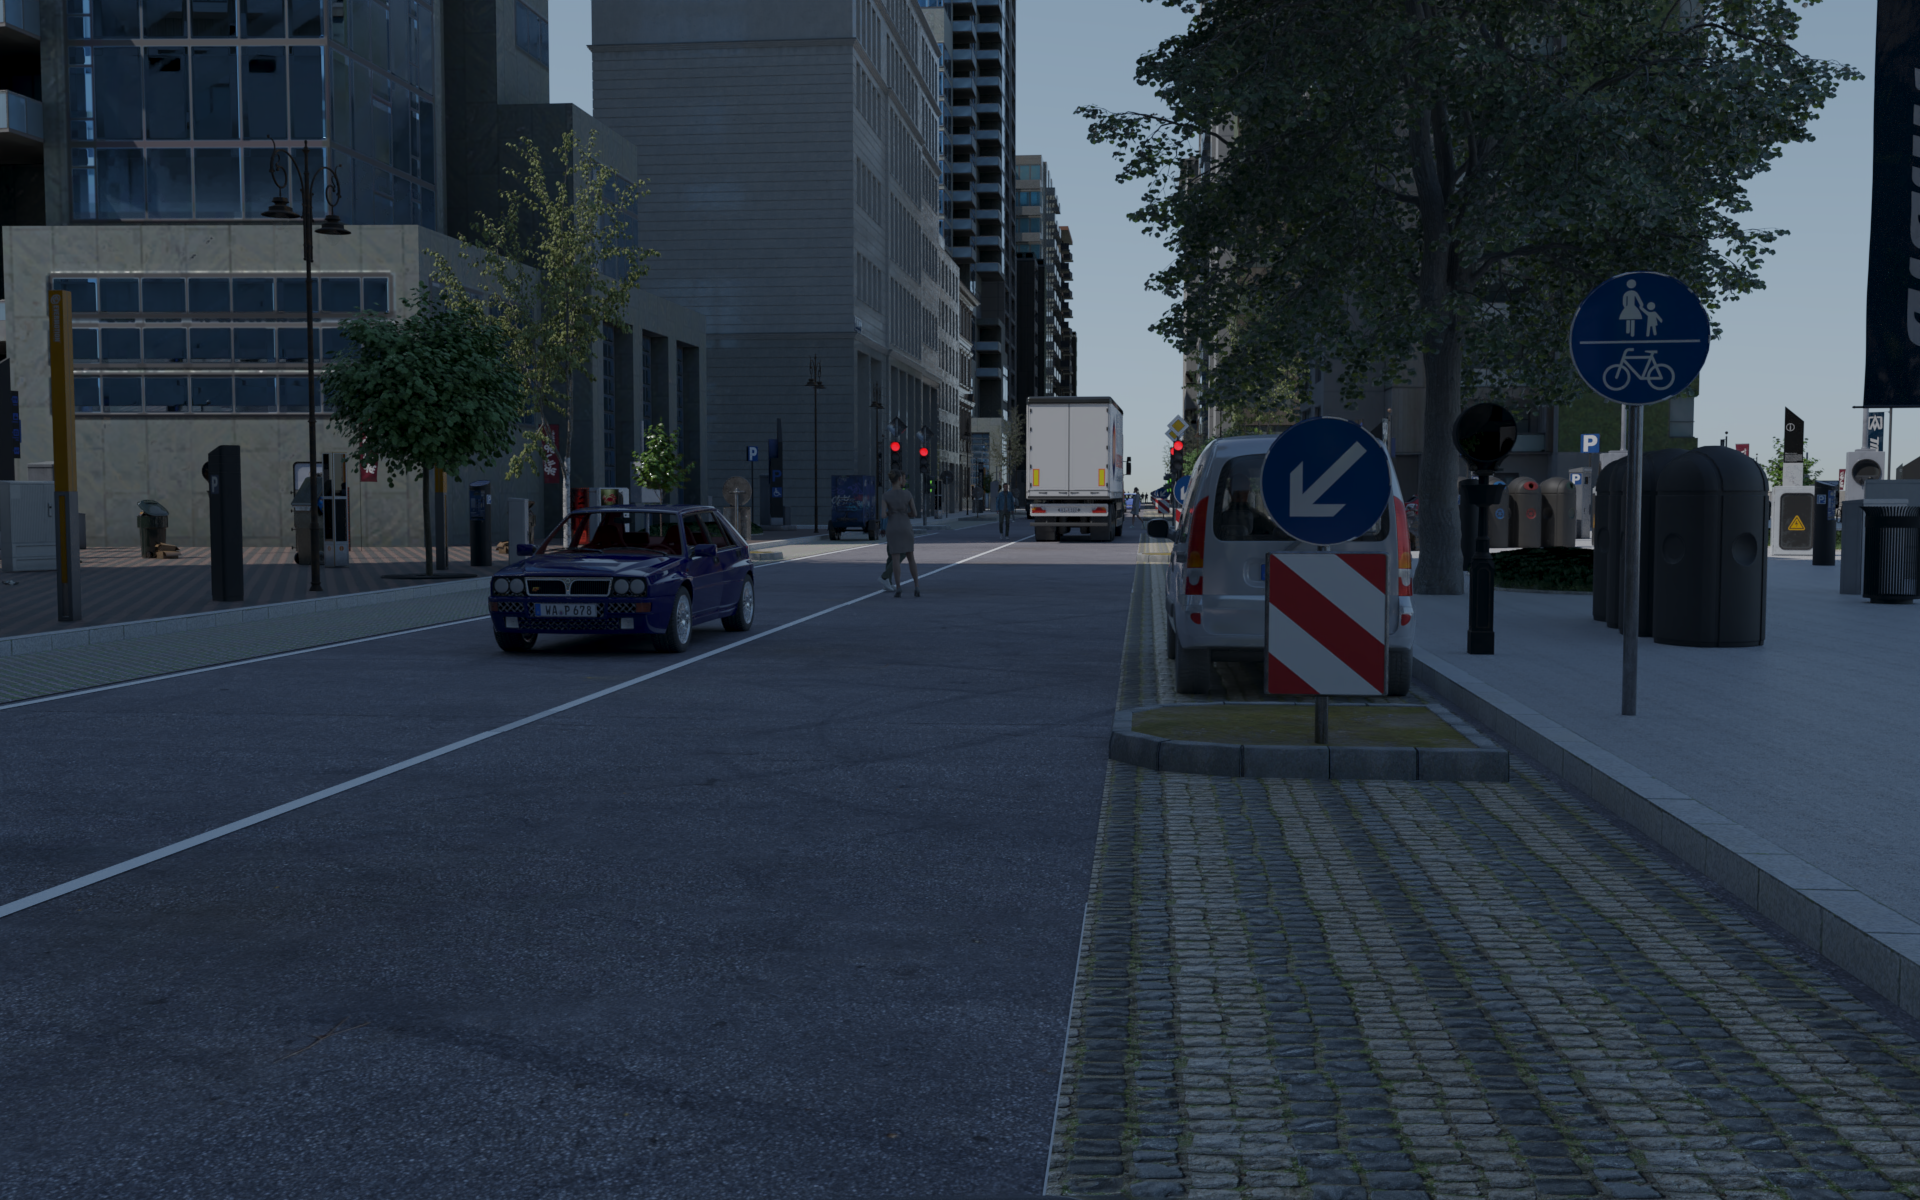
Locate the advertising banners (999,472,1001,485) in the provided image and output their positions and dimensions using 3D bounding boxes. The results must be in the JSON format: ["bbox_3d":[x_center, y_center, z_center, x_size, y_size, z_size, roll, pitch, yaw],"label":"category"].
[{"bbox_3d":[2.987,-8.679,138.082,0.090,3.025,2.074,-1,4,-13],"label":"advertising banners"}]

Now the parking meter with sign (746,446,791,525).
[{"bbox_3d":[-6.886,-4.065,62.719,1.738,3.016,0.543,2,4,34],"label":"parking meter with sign"}]

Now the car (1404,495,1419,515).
[{"bbox_3d":[18.733,-3.417,64.907,4.494,1.783,2.155,0,4,6],"label":"car"}]

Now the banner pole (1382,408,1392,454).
[{"bbox_3d":[12.432,-3.700,50.515,0.401,3.779,0.863,2,4,32],"label":"banner pole"}]

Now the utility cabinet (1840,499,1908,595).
[{"bbox_3d":[11.801,-0.686,22.384,1.020,1.237,0.306,-2,4,-32],"label":"utility cabinet"}]

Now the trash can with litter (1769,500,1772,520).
[{"bbox_3d":[39.938,-4.518,85.249,1.055,1.170,0.624,2,4,25],"label":"trash can with litter"}]

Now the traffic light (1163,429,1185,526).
[{"bbox_3d":[8.545,-4.911,69.208,0.839,4.253,0.868,0,4,6],"label":"traffic light"}]

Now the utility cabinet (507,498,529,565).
[{"bbox_3d":[-7.584,-1.139,29.784,0.306,1.237,1.020,-1,4,-11],"label":"utility cabinet"}]

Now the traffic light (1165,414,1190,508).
[{"bbox_3d":[7.690,-4.425,61.269,0.839,4.253,0.868,0,4,6],"label":"traffic light"}]

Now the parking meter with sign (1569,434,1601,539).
[{"bbox_3d":[17.753,-3.266,49.661,0.543,3.016,1.738,3,5,40],"label":"parking meter with sign"}]

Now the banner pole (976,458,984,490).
[{"bbox_3d":[1.309,-7.896,119.119,0.863,3.779,0.401,3,5,40],"label":"banner pole"}]

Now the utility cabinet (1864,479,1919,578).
[{"bbox_3d":[14.375,-1.077,26.292,1.173,1.500,0.318,2,4,24],"label":"utility cabinet"}]

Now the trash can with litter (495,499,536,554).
[{"bbox_3d":[-9.547,-1.568,37.024,1.055,1.170,0.624,3,4,38],"label":"trash can with litter"}]

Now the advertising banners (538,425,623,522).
[{"bbox_3d":[-9.478,-2.880,43.269,2.074,3.025,0.090,0,4,0],"label":"advertising banners"}]

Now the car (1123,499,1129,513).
[{"bbox_3d":[11.989,-7.488,134.221,2.131,1.459,4.920,0,4,7],"label":"car"}]

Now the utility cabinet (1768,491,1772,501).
[{"bbox_3d":[56.718,-6.913,121.712,0.318,1.500,1.173,0,4,-6],"label":"utility cabinet"}]

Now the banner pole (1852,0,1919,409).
[{"bbox_3d":[3.613,-0.983,6.092,0.863,3.779,0.401,1,4,11],"label":"banner pole"}]

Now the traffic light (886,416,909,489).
[{"bbox_3d":[-2.265,-4.489,62.321,0.839,4.253,0.868,0,4,6],"label":"traffic light"}]

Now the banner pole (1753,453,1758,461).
[{"bbox_3d":[48.694,-7.116,106.366,0.863,3.779,0.401,-1,4,-13],"label":"banner pole"}]

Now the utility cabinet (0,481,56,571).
[{"bbox_3d":[-15.319,-1.233,28.836,0.318,1.500,1.173,2,4,29],"label":"utility cabinet"}]

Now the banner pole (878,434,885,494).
[{"bbox_3d":[-3.297,-5.055,72.666,0.401,3.779,0.863,-2,4,-24],"label":"banner pole"}]

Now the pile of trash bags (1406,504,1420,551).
[{"bbox_3d":[8.889,-1.793,39.075,3.447,1.369,1.912,-2,4,-27],"label":"pile of trash bags"}]

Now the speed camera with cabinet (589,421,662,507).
[{"bbox_3d":[-8.940,-3.172,46.193,2.038,3.252,0.660,-3,5,-45],"label":"speed camera with cabinet"}]

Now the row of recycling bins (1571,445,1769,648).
[{"bbox_3d":[6.588,-0.550,16.104,1.069,1.692,3.534,1,4,10],"label":"row of recycling bins"}]

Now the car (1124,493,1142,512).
[{"bbox_3d":[13.669,-7.938,139.377,1.945,1.707,3.694,0,4,5],"label":"car"}]

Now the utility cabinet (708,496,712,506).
[{"bbox_3d":[-16.616,-6.206,112.623,1.020,1.237,0.306,-1,4,-15],"label":"utility cabinet"}]

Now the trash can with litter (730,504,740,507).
[{"bbox_3d":[-7.850,-2.878,58.115,1.678,1.210,2.233,2,4,27],"label":"trash can with litter"}]

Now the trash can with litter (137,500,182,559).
[{"bbox_3d":[-15.917,-1.416,34.543,1.055,1.170,0.624,2,4,34],"label":"trash can with litter"}]

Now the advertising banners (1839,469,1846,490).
[{"bbox_3d":[60.674,-7.606,120.549,0.090,3.025,2.074,-2,4,-27],"label":"advertising banners"}]

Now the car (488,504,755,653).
[{"bbox_3d":[-3.200,-0.265,16.914,1.945,1.354,3.894,0,4,6],"label":"car"}]

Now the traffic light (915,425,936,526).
[{"bbox_3d":[-1.410,-4.975,70.261,0.839,4.253,0.868,0,4,6],"label":"traffic light"}]

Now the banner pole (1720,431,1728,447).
[{"bbox_3d":[30.498,-4.844,69.218,0.401,3.779,0.863,0,4,3],"label":"banner pole"}]

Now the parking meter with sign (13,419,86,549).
[{"bbox_3d":[-21.185,-2.685,40.158,1.738,3.016,0.543,0,4,7],"label":"parking meter with sign"}]

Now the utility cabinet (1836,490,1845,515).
[{"bbox_3d":[48.495,-5.288,95.136,0.318,1.500,1.173,0,4,7],"label":"utility cabinet"}]

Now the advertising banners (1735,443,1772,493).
[{"bbox_3d":[27.454,-3.858,59.270,0.090,3.025,2.074,-2,4,-34],"label":"advertising banners"}]

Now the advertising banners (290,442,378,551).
[{"bbox_3d":[-13.913,-2.599,38.683,2.074,3.025,0.090,0,4,1],"label":"advertising banners"}]

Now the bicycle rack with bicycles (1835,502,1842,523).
[{"bbox_3d":[37.846,-3.769,75.000,2.852,0.926,2.925,2,4,29],"label":"bicycle rack with bicycles"}]

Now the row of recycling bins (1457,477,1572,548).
[{"bbox_3d":[13.027,-2.090,41.279,3.534,1.692,1.069,-1,4,-17],"label":"row of recycling bins"}]

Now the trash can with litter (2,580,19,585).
[{"bbox_3d":[-13.776,-0.776,23.748,1.678,1.210,2.233,1,4,19],"label":"trash can with litter"}]

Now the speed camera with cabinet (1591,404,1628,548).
[{"bbox_3d":[14.202,-2.660,37.819,0.660,3.252,2.038,1,4,16],"label":"speed camera with cabinet"}]

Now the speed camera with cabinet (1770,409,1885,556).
[{"bbox_3d":[17.908,-2.533,35.755,2.038,3.252,0.660,1,4,22],"label":"speed camera with cabinet"}]

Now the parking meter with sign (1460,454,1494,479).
[{"bbox_3d":[17.210,-3.714,56.984,1.738,3.016,0.543,-3,4,-37],"label":"parking meter with sign"}]

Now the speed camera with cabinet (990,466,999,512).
[{"bbox_3d":[2.445,-7.922,123.867,0.660,3.252,2.038,0,4,2],"label":"speed camera with cabinet"}]
